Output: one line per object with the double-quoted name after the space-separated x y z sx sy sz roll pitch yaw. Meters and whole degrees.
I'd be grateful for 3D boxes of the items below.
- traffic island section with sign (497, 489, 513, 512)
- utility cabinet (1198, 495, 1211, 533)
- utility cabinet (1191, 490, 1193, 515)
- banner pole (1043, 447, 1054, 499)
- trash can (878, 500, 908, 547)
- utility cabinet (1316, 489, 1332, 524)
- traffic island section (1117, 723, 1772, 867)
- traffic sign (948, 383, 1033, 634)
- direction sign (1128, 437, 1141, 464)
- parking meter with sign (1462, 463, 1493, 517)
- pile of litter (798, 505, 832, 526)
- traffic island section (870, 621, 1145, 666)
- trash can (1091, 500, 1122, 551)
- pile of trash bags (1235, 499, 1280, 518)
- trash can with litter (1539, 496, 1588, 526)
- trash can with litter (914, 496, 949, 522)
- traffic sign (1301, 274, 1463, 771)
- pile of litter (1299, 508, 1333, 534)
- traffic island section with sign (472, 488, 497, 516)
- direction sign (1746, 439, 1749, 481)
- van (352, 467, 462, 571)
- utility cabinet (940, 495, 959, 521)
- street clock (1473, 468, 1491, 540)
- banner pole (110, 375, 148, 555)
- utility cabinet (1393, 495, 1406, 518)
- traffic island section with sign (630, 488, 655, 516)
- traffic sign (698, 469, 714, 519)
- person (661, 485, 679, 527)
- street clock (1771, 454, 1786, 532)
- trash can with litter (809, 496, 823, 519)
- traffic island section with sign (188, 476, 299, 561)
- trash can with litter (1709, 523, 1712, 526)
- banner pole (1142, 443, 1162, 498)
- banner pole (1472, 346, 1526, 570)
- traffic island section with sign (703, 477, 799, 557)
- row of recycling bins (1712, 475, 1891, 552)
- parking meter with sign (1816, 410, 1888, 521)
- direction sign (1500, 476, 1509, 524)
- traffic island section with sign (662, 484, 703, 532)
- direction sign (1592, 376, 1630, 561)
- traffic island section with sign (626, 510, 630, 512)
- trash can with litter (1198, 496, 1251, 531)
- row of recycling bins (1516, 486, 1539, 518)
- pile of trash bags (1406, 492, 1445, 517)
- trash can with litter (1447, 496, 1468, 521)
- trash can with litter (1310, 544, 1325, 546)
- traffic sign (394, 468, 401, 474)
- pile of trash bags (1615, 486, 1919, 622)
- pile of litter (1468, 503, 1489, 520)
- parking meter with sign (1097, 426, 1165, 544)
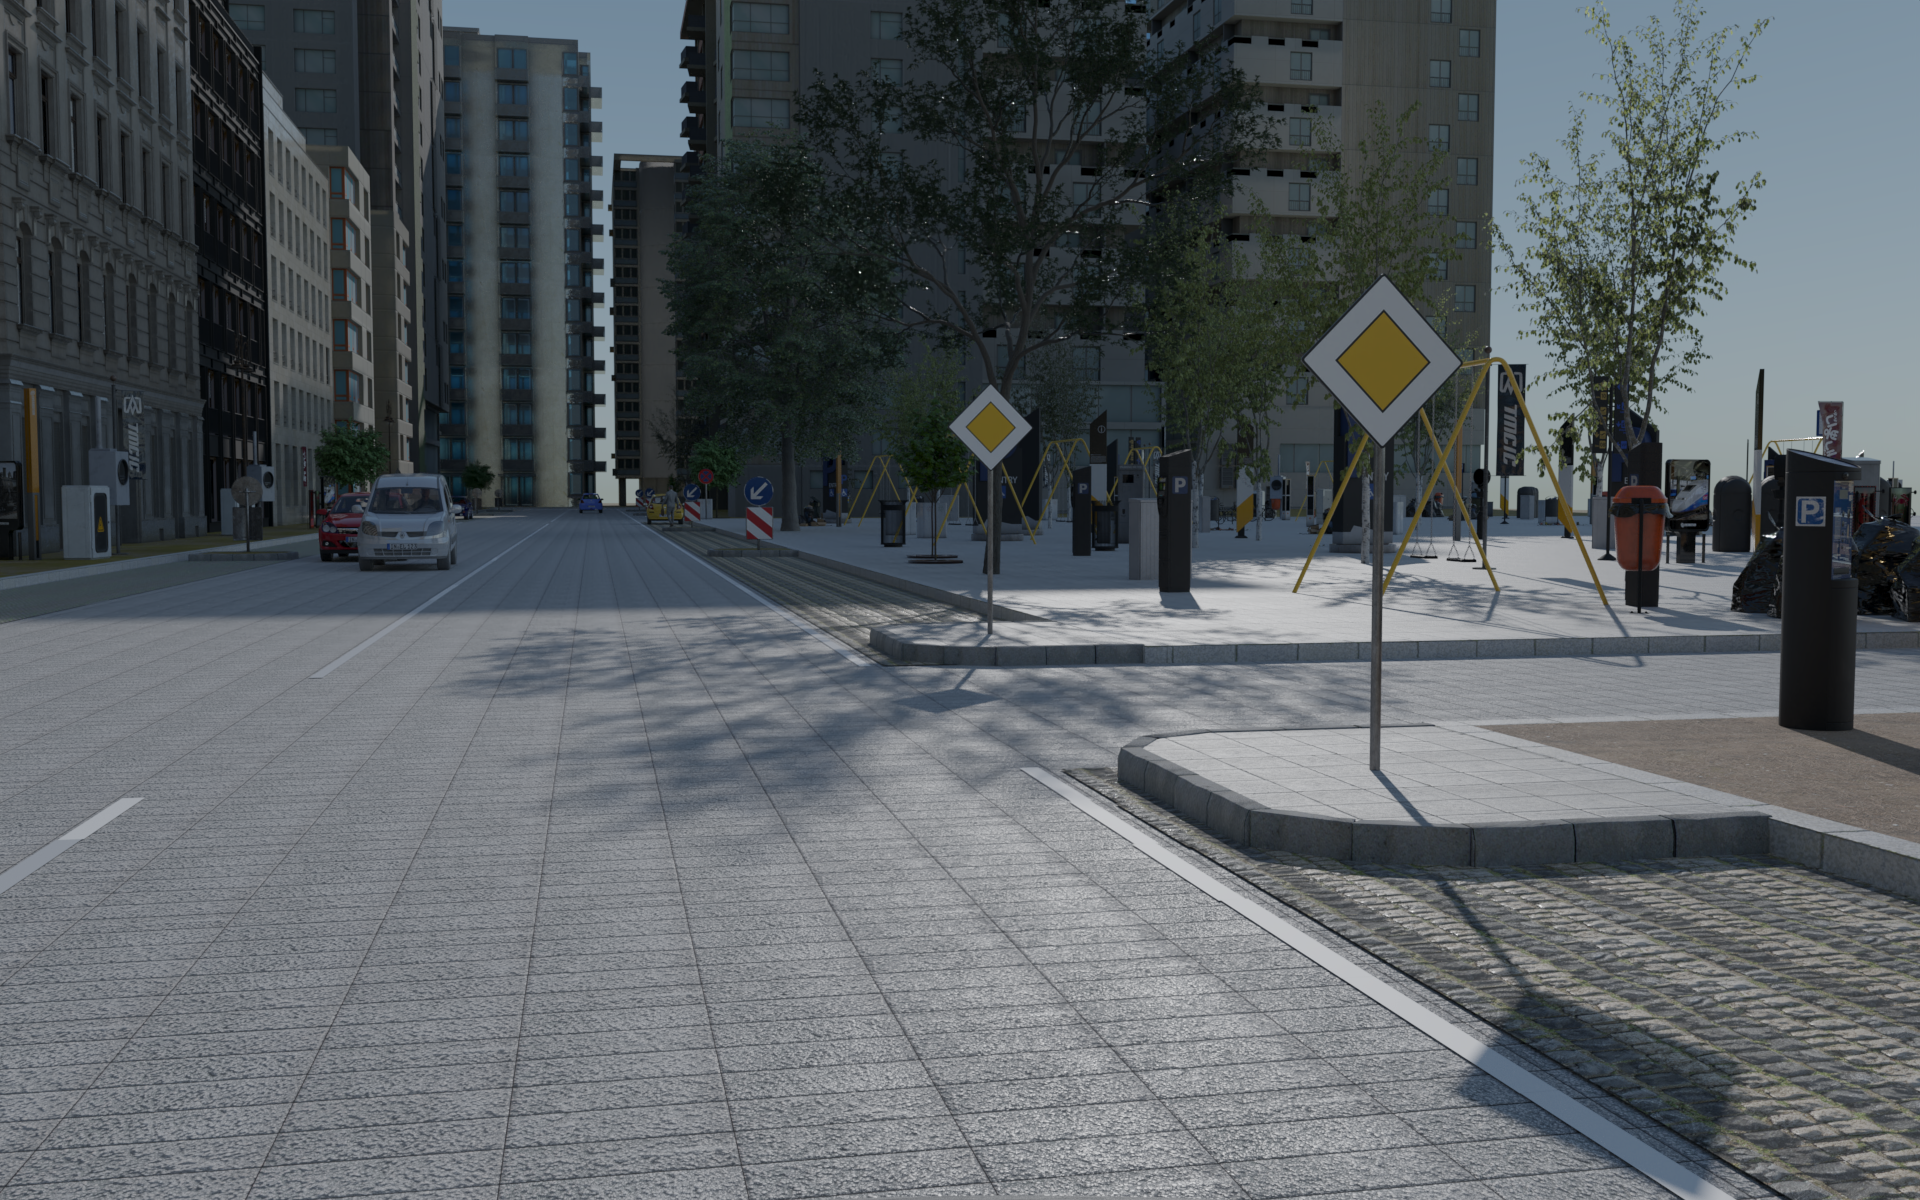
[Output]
-37.123 -8.014 139.650 1.989 1.847 2.006 -1 4 -12 "traffic island section with sign"
8.214 -2.871 58.107 0.306 1.237 1.020 0 4 2 "utility cabinet"
11.325 -4.820 87.486 1.173 1.500 0.318 -1 4 -18 "utility cabinet"
4.685 -6.154 90.630 0.863 3.779 0.401 -2 4 -24 "banner pole"
-1.617 -1.850 41.902 0.748 1.137 0.748 0 3 0 "trash can"
15.442 -3.958 73.394 0.318 1.500 1.173 2 4 29 "utility cabinet"
1.948 0.869 8.076 2.009 0.180 2.903 -1 4 -12 "traffic island section"
0.273 -0.744 15.806 0.795 2.450 0.064 -1 4 -12 "traffic sign"
6.937 -4.701 68.859 0.379 3.537 0.876 3 4 38 "direction sign"
29.153 -6.200 97.632 1.738 3.016 0.543 0 4 2 "parking meter with sign"
-5.860 -3.377 69.177 1.719 0.858 1.176 -2 4 -25 "pile of litter"
0.294 0.391 15.888 2.009 0.180 2.903 -1 4 -12 "traffic island section"
3.278 -1.680 39.121 0.748 1.137 0.748 0 3 0 "trash can"
16.126 -5.043 92.213 1.912 1.369 3.447 -1 4 -20 "pile of trash bags"
24.702 -3.669 71.049 2.233 1.210 1.678 0 4 6 "trash can with litter"
-1.596 -4.197 79.674 2.233 1.210 1.678 2 4 31 "trash can with litter"
1.927 -0.266 7.994 0.795 2.450 0.064 -1 4 -12 "traffic sign"
11.673 -2.543 55.543 1.719 0.858 1.176 0 4 -5 "pile of litter"
-31.514 -6.395 113.192 1.989 1.847 2.006 -1 4 -12 "traffic island section with sign"
32.588 -4.876 71.724 0.379 3.537 0.876 2 4 26 "direction sign"
-10.745 -1.638 33.795 2.013 2.044 4.112 -1 4 -14 "van"
-0.577 -4.377 82.730 1.020 1.237 0.306 1 4 10 "utility cabinet"
14.715 -2.709 48.867 0.358 2.002 0.471 -2 4 -26 "street clock"
-17.682 -2.859 36.761 0.401 3.779 0.863 3 5 42 "banner pole"
23.846 -5.098 94.513 1.020 1.237 0.306 -1 4 -23 "utility cabinet"
-20.832 -6.545 115.646 1.989 1.847 2.006 -1 4 -12 "traffic island section with sign"
-12.810 -5.338 87.385 0.768 2.556 0.104 0 4 -6 "traffic sign"
-12.442 -4.020 74.352 0.709 1.813 0.853 -3 5 -39 "person"
14.998 -1.655 31.623 0.358 2.002 0.471 2 4 34 "street clock"
-7.292 -4.807 89.982 1.055 1.170 0.624 1 4 16 "trash can with litter"
-15.543 -1.778 37.701 1.989 1.847 2.006 -1 4 -12 "traffic island section with sign"
30.098 -3.541 68.955 1.678 1.210 2.233 -1 4 -19 "trash can with litter"
9.459 -5.771 84.380 0.863 3.779 0.401 -1 4 -9 "banner pole"
9.166 -2.407 29.379 0.863 3.779 0.401 0 4 8 "banner pole"
-4.826 -1.922 40.057 1.989 1.847 2.006 -1 4 -12 "traffic island section with sign"
18.362 -1.880 37.844 3.534 1.692 1.069 2 4 26 "row of recycling bins"
18.629 -2.420 35.823 1.738 3.016 0.543 -1 4 -11 "parking meter with sign"
23.289 -5.013 73.958 0.876 3.537 0.379 -1 4 -13 "direction sign"
-10.466 -3.552 66.699 1.989 1.847 2.006 -1 4 -12 "traffic island section with sign"
12.533 -2.533 33.411 0.876 3.537 0.379 -2 4 -24 "direction sign"
-26.472 -8.176 142.299 1.989 1.847 2.006 -1 4 -12 "traffic island section with sign"
9.284 -3.055 61.014 2.233 1.210 1.678 -1 4 -12 "trash can with litter"
30.545 -5.257 93.071 1.069 1.692 3.534 1 4 23 "row of recycling bins"
26.138 -5.309 96.555 1.912 1.369 3.447 3 4 37 "pile of trash bags"
23.728 -4.360 82.668 0.624 1.170 1.055 -3 4 -36 "trash can with litter"
9.578 -1.894 42.032 1.678 1.210 2.233 0 4 -8 "trash can with litter"
-28.028 -5.284 86.402 0.884 2.594 0.081 0 4 -7 "traffic sign"
8.716 -0.528 18.391 3.447 1.369 1.912 1 4 17 "pile of trash bags"
26.050 -4.481 87.224 1.176 0.858 1.719 1 4 19 "pile of litter"
4.419 -2.969 44.802 1.738 3.016 0.543 1 4 9 "parking meter with sign"
